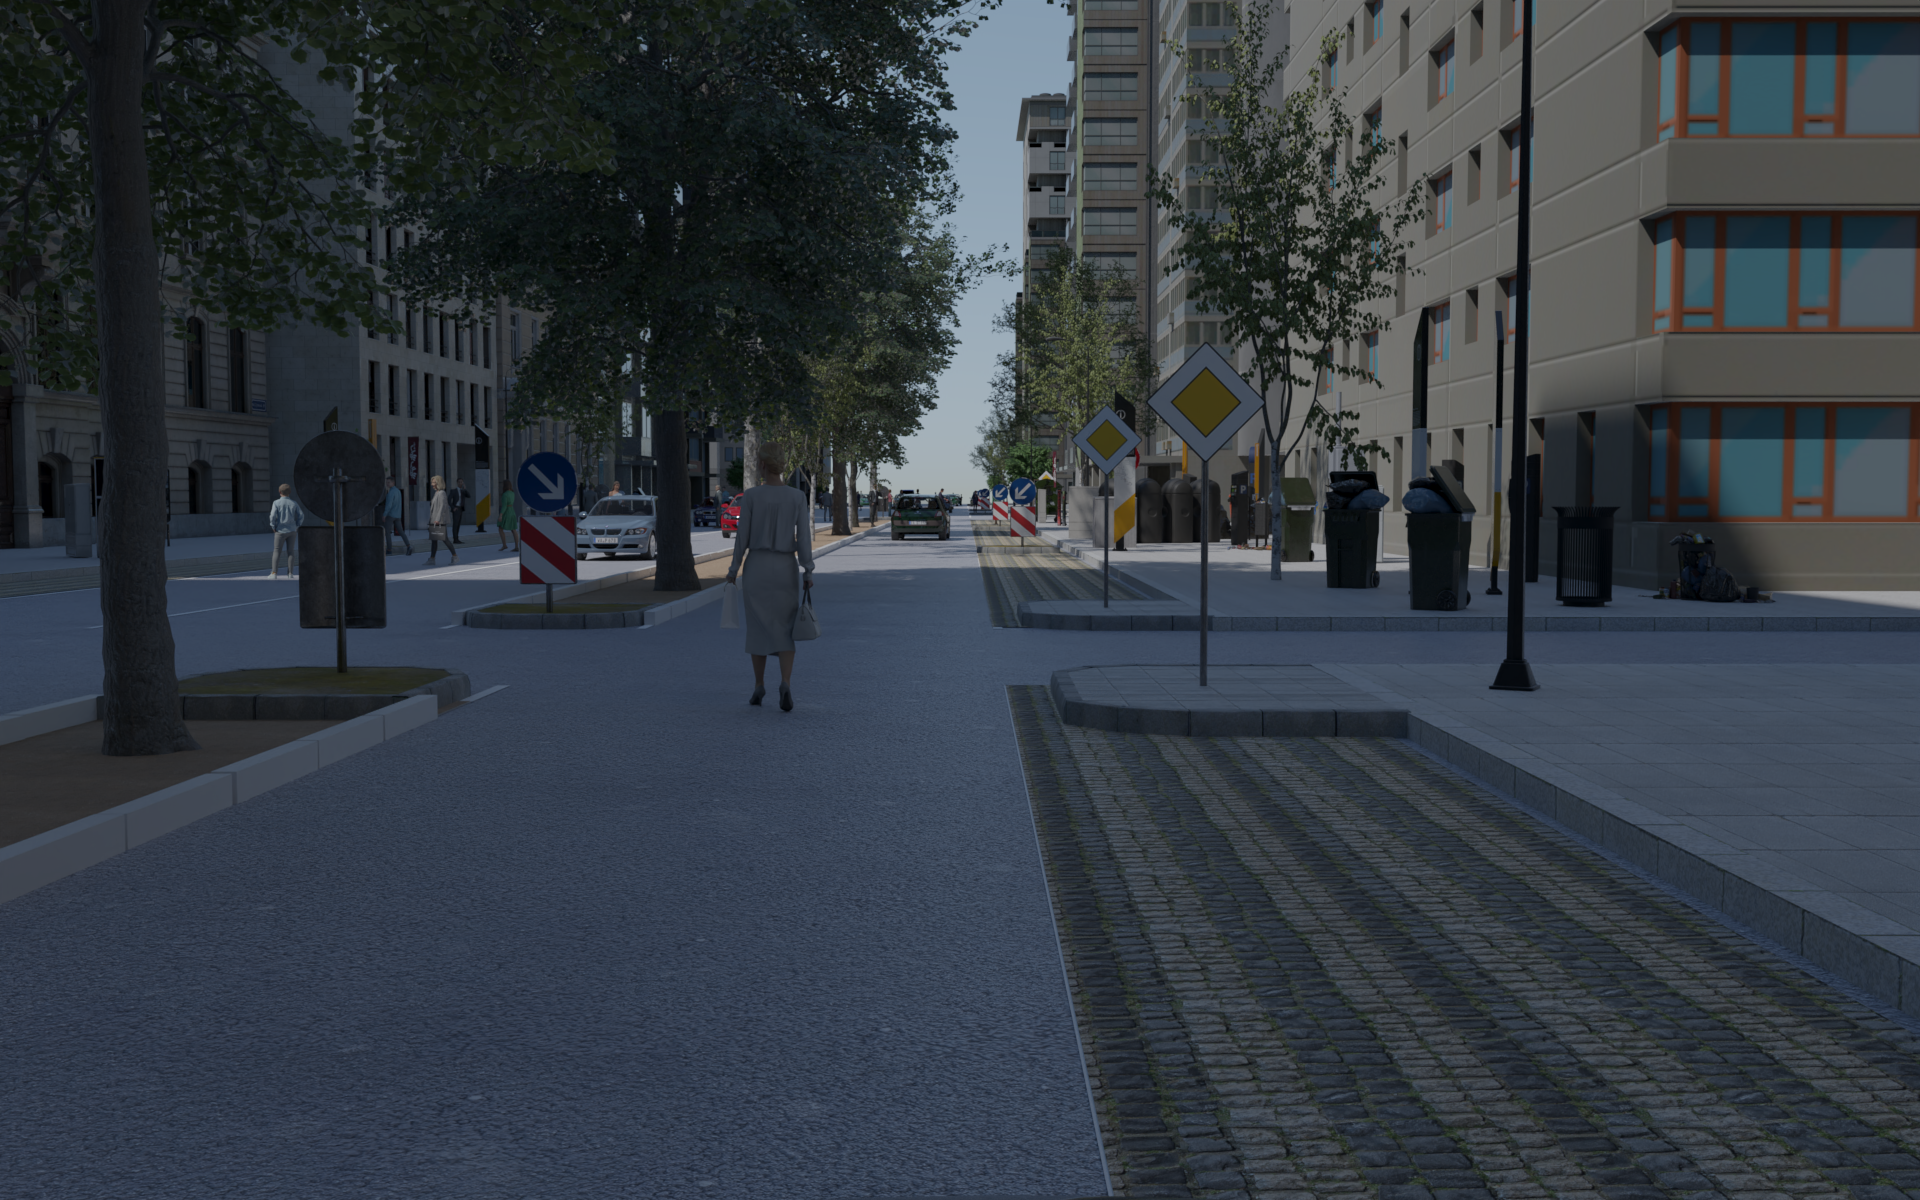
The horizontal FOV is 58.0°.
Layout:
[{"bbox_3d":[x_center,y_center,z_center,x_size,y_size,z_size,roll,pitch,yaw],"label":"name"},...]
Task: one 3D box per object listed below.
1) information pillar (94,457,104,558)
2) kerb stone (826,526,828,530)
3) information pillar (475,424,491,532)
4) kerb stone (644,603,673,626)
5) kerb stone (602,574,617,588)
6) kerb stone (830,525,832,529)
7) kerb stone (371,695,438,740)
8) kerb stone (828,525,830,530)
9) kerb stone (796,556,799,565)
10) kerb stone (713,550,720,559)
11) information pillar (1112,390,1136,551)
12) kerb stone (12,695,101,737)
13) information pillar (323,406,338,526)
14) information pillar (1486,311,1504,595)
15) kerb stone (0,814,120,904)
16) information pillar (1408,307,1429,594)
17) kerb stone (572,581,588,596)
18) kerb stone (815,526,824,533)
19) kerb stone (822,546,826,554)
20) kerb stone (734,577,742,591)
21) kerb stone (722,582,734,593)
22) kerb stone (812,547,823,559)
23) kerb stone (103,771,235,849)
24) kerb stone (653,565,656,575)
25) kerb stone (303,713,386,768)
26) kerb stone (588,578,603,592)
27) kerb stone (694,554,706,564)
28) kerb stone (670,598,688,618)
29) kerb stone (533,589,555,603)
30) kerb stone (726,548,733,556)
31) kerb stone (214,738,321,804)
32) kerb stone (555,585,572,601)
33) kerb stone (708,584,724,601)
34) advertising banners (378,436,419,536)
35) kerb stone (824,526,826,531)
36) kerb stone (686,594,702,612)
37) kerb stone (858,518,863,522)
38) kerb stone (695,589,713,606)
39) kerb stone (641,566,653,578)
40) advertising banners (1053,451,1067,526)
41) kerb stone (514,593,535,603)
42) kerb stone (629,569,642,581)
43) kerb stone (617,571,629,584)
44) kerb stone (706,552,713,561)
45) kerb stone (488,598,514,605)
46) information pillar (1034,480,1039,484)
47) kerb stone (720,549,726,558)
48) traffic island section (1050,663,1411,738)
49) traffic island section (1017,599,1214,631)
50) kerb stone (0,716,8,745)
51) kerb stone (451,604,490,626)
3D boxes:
[{"bbox_3d":[-17.128,-1.851,34.760,0.304,2.012,0.304,0,4,5],"label":"information pillar"},{"bbox_3d":[-5.340,-2.771,67.525,0.120,0.150,1.000,0,4,0],"label":"kerb stone"},{"bbox_3d":[-15.939,-4.064,57.796,0.504,3.616,0.183,0,4,8],"label":"information pillar"},{"bbox_3d":[-3.378,0.174,19.357,0.120,0.150,1.000,0,4,0],"label":"kerb stone"},{"bbox_3d":[-5.449,-0.263,26.524,0.120,0.150,1.000,0,4,0],"label":"kerb stone"},{"bbox_3d":[-5.328,-2.897,69.569,0.120,0.150,1.000,0,4,0],"label":"kerb stone"},{"bbox_3d":[-3.400,0.711,10.566,0.120,0.150,1.000,0,4,0],"label":"kerb stone"},{"bbox_3d":[-5.342,-2.835,68.547,0.120,0.150,1.000,0,4,0],"label":"kerb stone"},{"bbox_3d":[-3.325,-0.890,36.778,0.120,0.150,1.000,0,4,0],"label":"kerb stone"},{"bbox_3d":[-5.425,-0.954,37.801,0.120,0.150,1.000,0,4,0],"label":"kerb stone"},{"bbox_3d":[3.680,-2.905,38.856,0.504,3.616,0.183,0,4,3],"label":"information pillar"},{"bbox_3d":[-5.505,0.711,10.581,0.120,0.150,1.000,0,4,0],"label":"kerb stone"},{"bbox_3d":[-16.644,-3.337,45.916,0.183,3.616,0.504,1,4,20],"label":"information pillar"},{"bbox_3d":[6.820,-1.874,21.992,0.183,3.616,0.504,1,4,13],"label":"information pillar"},{"bbox_3d":[-3.409,0.963,6.444,0.120,0.150,1.000,0,4,0],"label":"kerb stone"},{"bbox_3d":[5.838,-1.875,22.009,0.183,3.616,0.504,0,4,2],"label":"information pillar"},{"bbox_3d":[-5.466,-0.136,24.480,0.120,0.150,1.000,0,4,0],"label":"kerb stone"},{"bbox_3d":[-5.347,-2.647,65.467,0.120,0.150,1.000,0,4,0],"label":"kerb stone"},{"bbox_3d":[-3.319,-1.140,40.868,0.120,0.150,1.000,0,4,0],"label":"kerb stone"},{"bbox_3d":[-3.358,-0.203,25.507,0.120,0.150,1.000,0,4,0],"label":"kerb stone"},{"bbox_3d":[-3.360,-0.140,24.485,0.120,0.150,1.000,0,4,0],"label":"kerb stone"},{"bbox_3d":[-3.314,-1.071,39.847,0.120,0.150,1.000,0,4,0],"label":"kerb stone"},{"bbox_3d":[-3.411,0.904,7.473,0.120,0.150,1.000,0,4,0],"label":"kerb stone"},{"bbox_3d":[-5.441,-0.516,30.632,0.120,0.150,1.000,0,4,0],"label":"kerb stone"},{"bbox_3d":[-3.402,0.775,9.532,0.120,0.150,1.000,0,4,0],"label":"kerb stone"},{"bbox_3d":[-5.461,-0.202,25.502,0.120,0.150,1.000,0,4,0],"label":"kerb stone"},{"bbox_3d":[-5.433,-0.829,35.755,0.120,0.150,1.000,0,4,0],"label":"kerb stone"},{"bbox_3d":[-3.369,0.111,20.385,0.120,0.150,1.000,0,4,0],"label":"kerb stone"},{"bbox_3d":[-5.463,-0.013,22.430,0.120,0.150,1.000,0,4,0],"label":"kerb stone"},{"bbox_3d":[-5.417,-1.079,39.845,0.120,0.150,1.000,0,4,0],"label":"kerb stone"},{"bbox_3d":[-3.400,0.837,8.504,0.120,0.150,1.000,0,4,0],"label":"kerb stone"},{"bbox_3d":[-5.463,-0.073,23.458,0.120,0.150,1.000,0,4,0],"label":"kerb stone"},{"bbox_3d":[-3.361,-0.077,23.460,0.120,0.150,1.000,0,4,0],"label":"kerb stone"},{"bbox_3d":[-17.202,-3.474,52.995,2.074,3.025,0.090,2,4,34],"label":"advertising banners"},{"bbox_3d":[-5.346,-2.707,66.495,0.120,0.150,1.000,0,4,0],"label":"kerb stone"},{"bbox_3d":[-3.359,0.056,21.414,0.120,0.150,1.000,0,4,0],"label":"kerb stone"},{"bbox_3d":[-5.273,-4.338,93.125,0.120,0.150,1.000,0,4,0],"label":"kerb stone"},{"bbox_3d":[-3.363,-0.012,22.436,0.120,0.150,1.000,0,4,0],"label":"kerb stone"},{"bbox_3d":[-5.446,-0.452,29.610,0.120,0.150,1.000,0,4,0],"label":"kerb stone"},{"bbox_3d":[4.020,-4.511,69.940,0.090,3.025,2.074,-1,4,-11],"label":"advertising banners"},{"bbox_3d":[-5.473,0.049,21.398,0.120,0.150,1.000,0,4,0],"label":"kerb stone"},{"bbox_3d":[-5.446,-0.389,28.583,0.120,0.150,1.000,0,4,0],"label":"kerb stone"},{"bbox_3d":[-5.461,-0.328,27.555,0.120,0.150,1.000,0,4,0],"label":"kerb stone"},{"bbox_3d":[-5.432,-0.892,36.779,0.120,0.150,1.000,0,4,0],"label":"kerb stone"},{"bbox_3d":[-5.468,0.111,20.376,0.120,0.150,1.000,0,4,0],"label":"kerb stone"},{"bbox_3d":[3.925,-5.097,87.836,0.304,2.012,0.304,1,4,18],"label":"information pillar"},{"bbox_3d":[-5.425,-1.004,38.824,0.120,0.150,1.000,0,4,0],"label":"kerb stone"},{"bbox_3d":[1.648,0.653,11.601,2.009,0.180,2.903,0,4,0],"label":"traffic island section"},{"bbox_3d":[1.670,0.165,19.586,2.009,0.180,2.903,0,4,0],"label":"traffic island section"},{"bbox_3d":[-5.493,0.776,9.559,0.120,0.150,1.000,0,4,0],"label":"kerb stone"},{"bbox_3d":[-5.473,0.174,19.345,0.120,0.150,1.000,0,4,0],"label":"kerb stone"}]
